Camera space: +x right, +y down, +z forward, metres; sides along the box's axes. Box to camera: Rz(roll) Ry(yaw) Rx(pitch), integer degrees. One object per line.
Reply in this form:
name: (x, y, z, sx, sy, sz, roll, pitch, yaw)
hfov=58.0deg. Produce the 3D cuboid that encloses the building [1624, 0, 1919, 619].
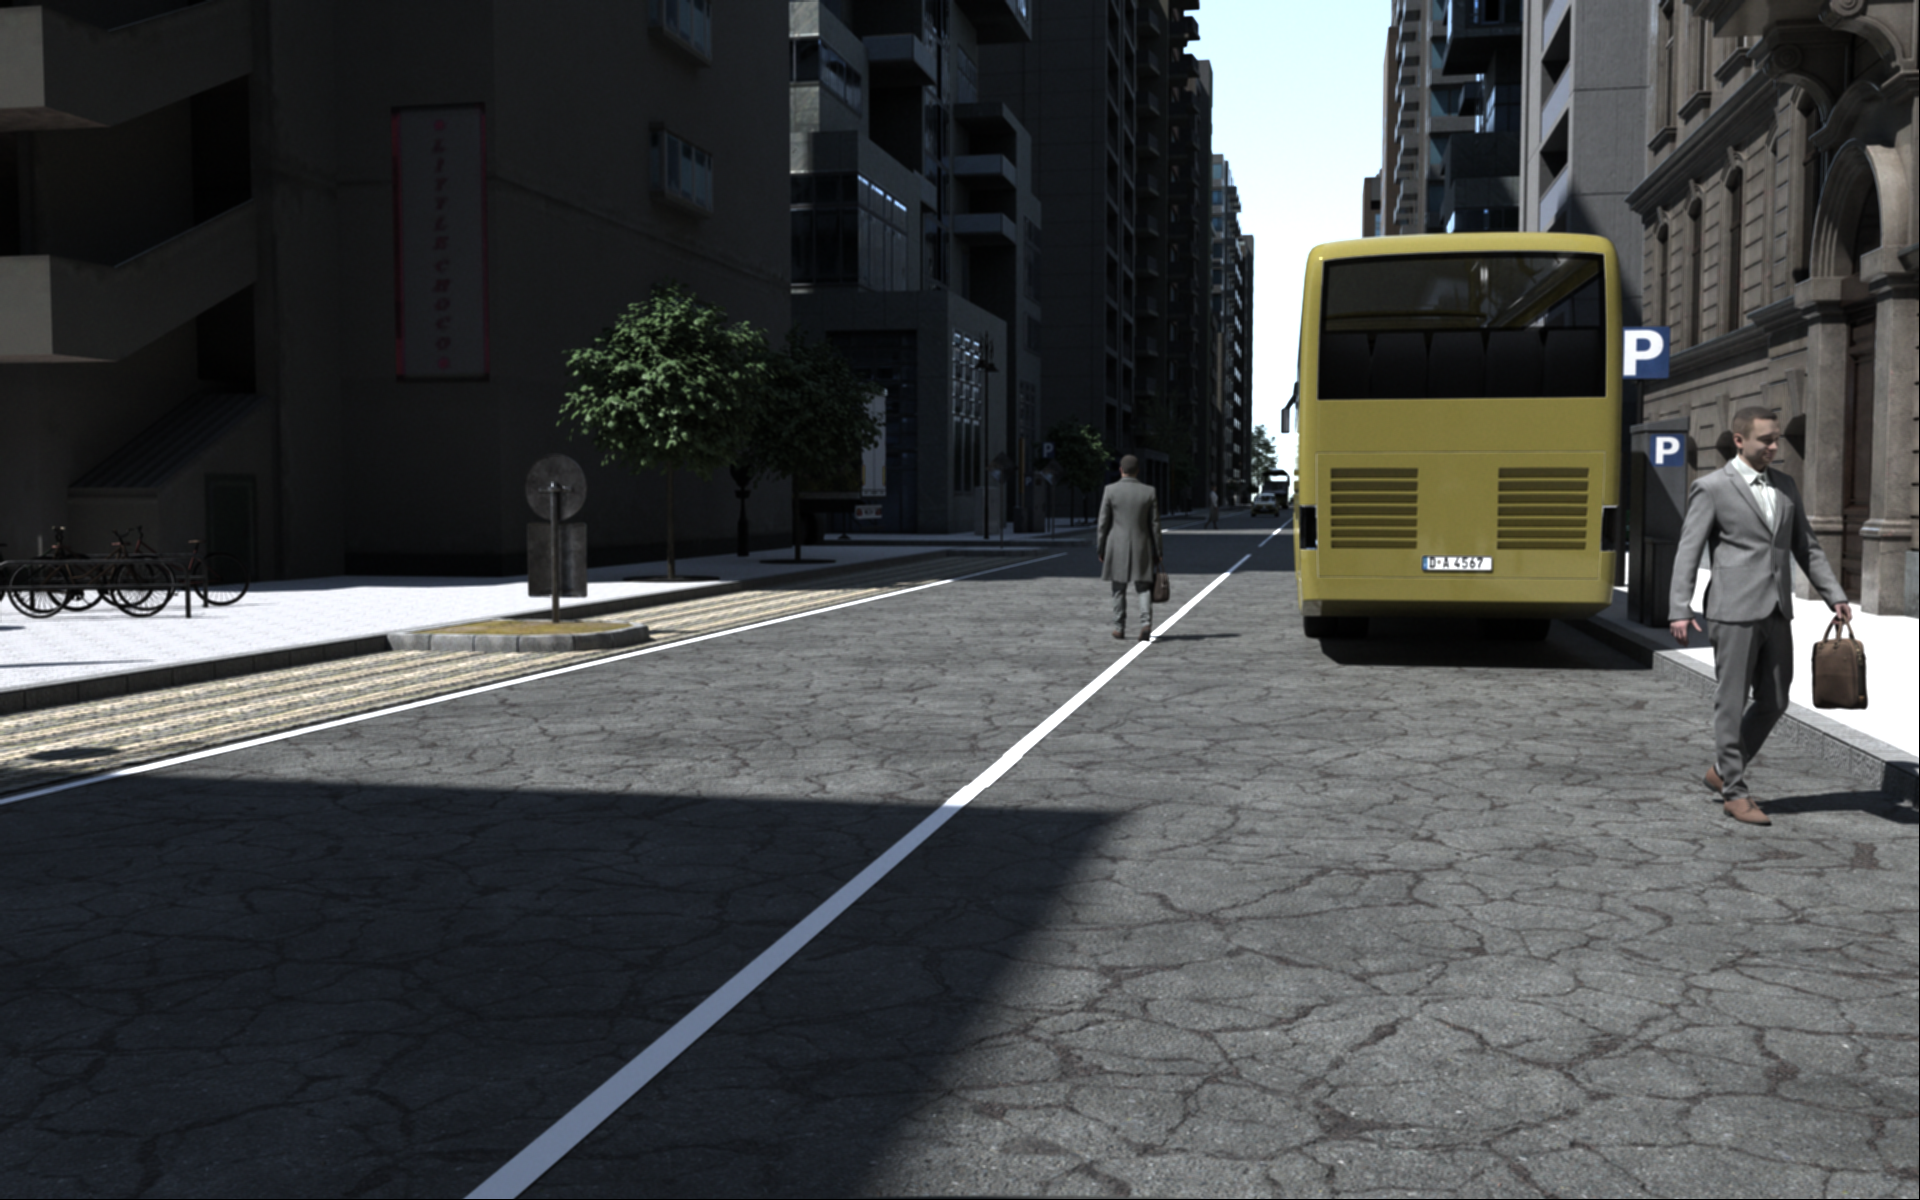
building: (15.671, -12.160, 17.906, 14.460, 24.649, 34.723, 1, 4, 12)

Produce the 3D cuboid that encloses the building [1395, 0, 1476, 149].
building: (46.710, -31.800, 139.541, 23.786, 49.044, 30.456, 1, 4, 12)

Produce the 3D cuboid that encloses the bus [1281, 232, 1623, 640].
bus: (5.144, -1.737, 19.940, 2.896, 3.916, 12.252, 1, 4, 11)

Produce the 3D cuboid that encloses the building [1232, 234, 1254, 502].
building: (37.736, -35.655, 266.554, 14.154, 41.232, 14.086, 1, 4, 12)

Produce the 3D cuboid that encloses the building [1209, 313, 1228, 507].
building: (13.538, -20.659, 182.806, 27.650, 21.520, 28.899, 1, 4, 12)

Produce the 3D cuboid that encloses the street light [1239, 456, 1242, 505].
street light: (33.315, -14.248, 205.737, 0.468, 5.910, 1.993, 1, 4, 12)

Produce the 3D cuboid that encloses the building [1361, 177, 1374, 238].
building: (61.899, -35.886, 236.845, 14.600, 45.320, 14.200, 1, 4, 12)

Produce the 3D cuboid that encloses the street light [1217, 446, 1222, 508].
street light: (24.226, -11.585, 162.201, 0.468, 5.910, 1.993, 1, 4, 12)

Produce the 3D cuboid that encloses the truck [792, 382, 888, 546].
truck: (-7.658, -3.483, 45.860, 11.283, 4.237, 2.839, 1, 4, 13)

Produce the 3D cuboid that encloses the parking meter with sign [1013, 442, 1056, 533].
parking meter with sign: (2.444, -3.732, 57.277, 0.543, 3.016, 1.738, 3, 5, 40)

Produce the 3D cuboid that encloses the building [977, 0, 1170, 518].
building: (1.981, -40.633, 102.604, 20.563, 71.187, 20.611, 1, 4, 12)

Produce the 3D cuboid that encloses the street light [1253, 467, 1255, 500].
street light: (41.372, -16.576, 243.802, 0.468, 5.910, 1.993, 1, 4, 12)

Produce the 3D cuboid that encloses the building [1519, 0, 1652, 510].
building: (32.462, -31.125, 50.893, 28.212, 58.520, 21.231, 1, 4, 12)

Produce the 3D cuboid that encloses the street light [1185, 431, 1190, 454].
street light: (16.311, -9.255, 124.107, 0.468, 5.910, 1.993, 1, 4, 12)

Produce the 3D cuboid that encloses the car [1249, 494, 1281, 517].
car: (19.401, -6.105, 110.045, 2.015, 1.641, 3.980, 1, 4, 12)

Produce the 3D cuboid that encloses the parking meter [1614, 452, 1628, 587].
parking meter: (9.014, -1.120, 24.022, 0.399, 1.863, 0.255, 3, 4, 36)

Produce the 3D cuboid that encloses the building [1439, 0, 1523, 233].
building: (34.472, -47.530, 89.791, 22.319, 86.520, 31.000, 1, 4, 12)

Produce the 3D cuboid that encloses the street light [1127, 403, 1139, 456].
street light: (8.780, -7.045, 87.978, 0.468, 5.910, 1.993, 1, 4, 12)

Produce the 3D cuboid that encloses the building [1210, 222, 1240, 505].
building: (19.210, -32.294, 219.892, 32.217, 40.220, 23.993, 1, 4, 12)

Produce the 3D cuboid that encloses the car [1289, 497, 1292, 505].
car: (40.954, -12.858, 219.022, 1.959, 1.807, 4.718, 1, 4, 10)

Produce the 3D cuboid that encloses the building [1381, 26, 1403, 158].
building: (46.769, -31.353, 162.726, 14.600, 45.320, 14.200, 1, 4, 12)

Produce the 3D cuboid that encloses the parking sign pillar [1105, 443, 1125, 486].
parking sign pillar: (8.227, -6.240, 90.497, 1.447, 3.967, 1.447, 2, 4, 29)

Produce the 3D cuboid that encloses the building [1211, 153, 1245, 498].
building: (28.245, -38.286, 245.581, 23.786, 49.044, 30.456, 1, 4, 12)

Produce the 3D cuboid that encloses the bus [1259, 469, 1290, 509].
bus: (31.165, -10.961, 170.758, 2.896, 3.916, 12.252, 1, 4, 12)

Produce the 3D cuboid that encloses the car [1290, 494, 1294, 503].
car: (47.960, -14.729, 251.036, 2.015, 1.641, 3.980, 1, 4, 12)

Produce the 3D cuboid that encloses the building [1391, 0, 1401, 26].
building: (52.831, -45.286, 178.672, 20.563, 71.187, 20.611, 1, 4, 12)

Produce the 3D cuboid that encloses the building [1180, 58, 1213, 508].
building: (15.658, -29.117, 159.665, 14.154, 41.232, 14.086, 1, 4, 12)

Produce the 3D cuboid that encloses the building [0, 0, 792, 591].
building: (-16.450, -24.949, 31.614, 21.600, 48.544, 21.300, 1, 4, 12)

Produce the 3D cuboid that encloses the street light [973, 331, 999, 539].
street light: (0.754, -4.674, 49.215, 0.468, 5.910, 1.993, 1, 4, 12)

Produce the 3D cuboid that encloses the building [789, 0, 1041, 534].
building: (-8.157, -46.306, 69.776, 22.319, 86.520, 31.000, 1, 4, 12)

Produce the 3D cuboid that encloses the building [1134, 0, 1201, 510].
building: (7.563, -29.646, 139.342, 22.147, 44.769, 28.867, 1, 4, 12)

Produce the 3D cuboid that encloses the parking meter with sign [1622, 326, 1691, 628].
parking meter with sign: (6.959, -1.287, 17.307, 0.543, 3.016, 1.738, 1, 4, 10)
